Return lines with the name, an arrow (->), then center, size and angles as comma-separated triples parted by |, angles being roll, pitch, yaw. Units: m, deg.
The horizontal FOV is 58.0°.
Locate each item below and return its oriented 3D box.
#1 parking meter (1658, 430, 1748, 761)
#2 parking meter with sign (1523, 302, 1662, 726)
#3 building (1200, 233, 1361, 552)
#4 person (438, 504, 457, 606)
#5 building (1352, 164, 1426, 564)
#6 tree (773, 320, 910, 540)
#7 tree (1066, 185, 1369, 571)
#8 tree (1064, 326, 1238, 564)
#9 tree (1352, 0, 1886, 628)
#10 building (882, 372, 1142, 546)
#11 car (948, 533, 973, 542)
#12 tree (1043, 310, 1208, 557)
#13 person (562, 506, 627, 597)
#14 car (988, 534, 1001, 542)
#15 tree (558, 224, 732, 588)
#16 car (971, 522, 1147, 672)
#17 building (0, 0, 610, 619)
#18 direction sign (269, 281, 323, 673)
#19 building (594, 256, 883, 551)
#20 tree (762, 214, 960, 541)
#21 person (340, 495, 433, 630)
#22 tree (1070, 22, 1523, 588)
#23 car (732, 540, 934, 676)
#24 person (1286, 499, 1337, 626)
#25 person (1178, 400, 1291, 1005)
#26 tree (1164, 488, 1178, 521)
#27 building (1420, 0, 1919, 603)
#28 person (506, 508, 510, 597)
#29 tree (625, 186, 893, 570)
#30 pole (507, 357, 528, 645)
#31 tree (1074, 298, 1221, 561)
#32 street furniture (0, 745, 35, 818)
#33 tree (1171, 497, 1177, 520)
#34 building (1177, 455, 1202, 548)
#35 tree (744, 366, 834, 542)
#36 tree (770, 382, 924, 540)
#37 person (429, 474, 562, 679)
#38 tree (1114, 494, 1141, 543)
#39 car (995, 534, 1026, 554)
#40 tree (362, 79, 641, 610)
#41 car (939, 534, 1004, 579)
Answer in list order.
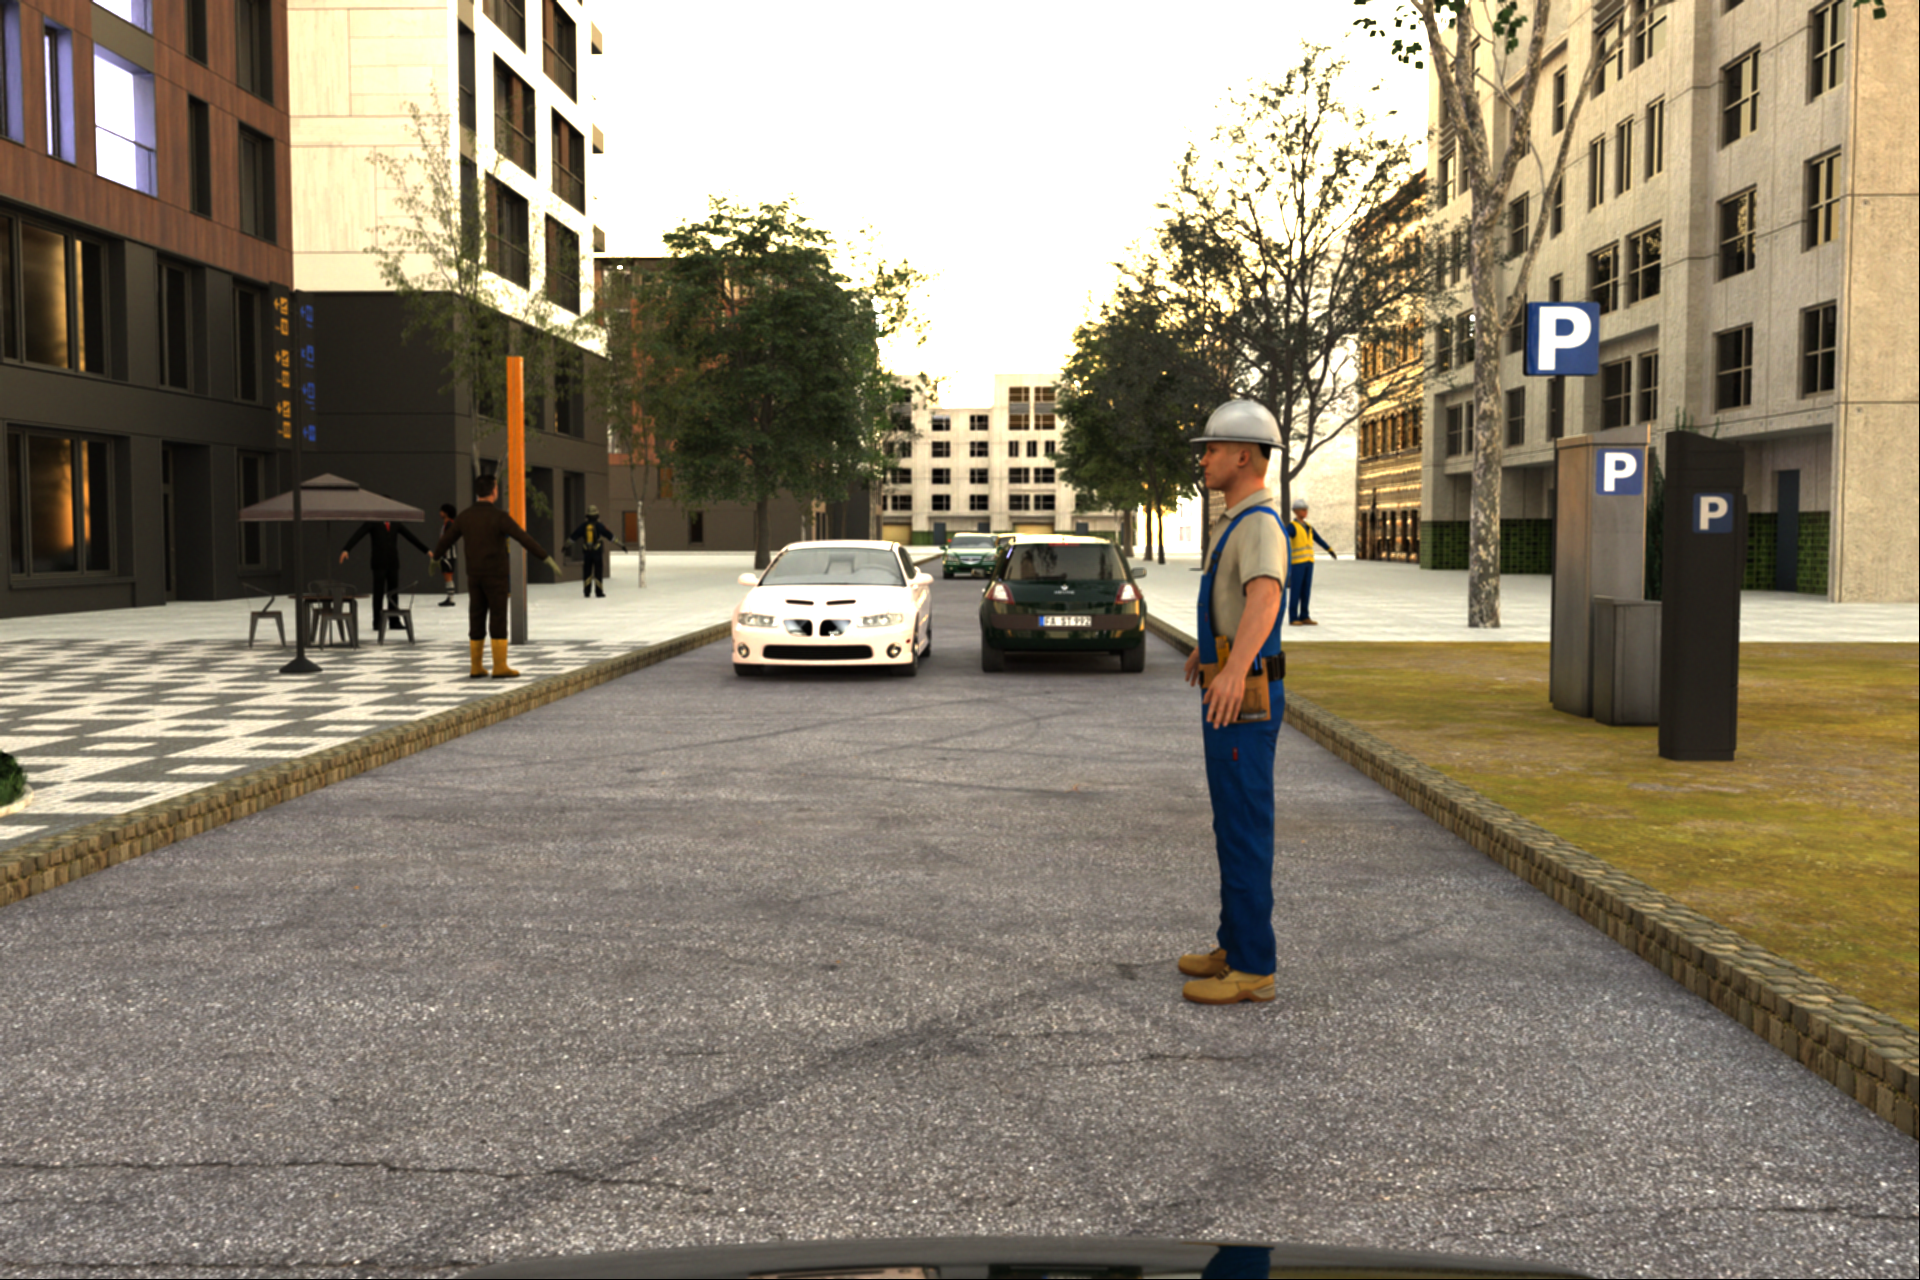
parking meter -> 4.230, -0.254, 9.858 | 0.399, 1.863, 0.255 | 0, 4, 0
parking meter with sign -> 4.529, -0.981, 12.293 | 0.543, 3.016, 1.738 | 0, 3, 0
building -> 28.562, -18.301, 130.152 | 19.493, 23.208, 18.063 | 0, 4, 1
person -> -9.169, -1.514, 30.906 | 0.704, 1.843, 1.345 | -1, 4, -19
building -> 28.933, -15.063, 77.214 | 19.493, 23.208, 18.063 | 0, 4, 2
tree -> -6.327, -9.697, 84.297 | 9.928, 11.665, 9.643 | 0, 3, 0
tree -> 8.631, -9.208, 60.919 | 12.009, 13.543, 11.850 | 0, 3, 0
tree -> 8.619, -8.514, 73.611 | 8.767, 10.594, 7.601 | 0, 4, 5
tree -> 6.771, -10.149, 21.830 | 12.611, 20.169, 13.585 | 0, 3, 0
building -> 4.670, -20.060, 196.890 | 31.486, 18.905, 16.747 | 0, 4, 7
car -> 0.347, -5.789, 103.688 | 2.155, 1.783, 4.494 | 0, 4, 2
tree -> 9.236, -11.530, 95.164 | 9.857, 13.997, 8.962 | 0, 3, 0
person -> -7.457, -1.801, 35.225 | 1.354, 1.856, 0.705 | 0, 4, 4
car -> 1.681, -5.133, 95.729 | 2.131, 1.459, 4.920 | 0, 4, 1
tree -> -7.694, -5.581, 41.606 | 4.360, 8.622, 3.978 | 0, 3, 0
car -> 1.114, -0.586, 19.363 | 2.009, 1.686, 4.222 | 0, 4, 2
building -> -24.675, -11.653, 34.500 | 27.936, 21.610, 32.646 | 0, 4, 2
direction sign -> -6.138, -1.469, 16.022 | 0.379, 3.537, 0.876 | 0, 4, 3
building -> -21.275, -18.355, 144.086 | 27.936, 21.610, 32.646 | 0, 4, 1
tree -> -6.254, -15.273, 105.601 | 12.611, 20.169, 13.585 | 0, 3, 0
person -> -7.672, -1.038, 23.159 | 1.347, 1.806, 0.705 | -3, 5, -44
tree -> 7.883, -7.998, 41.133 | 12.009, 13.543, 11.850 | 0, 3, 0
car -> -1.304, -0.404, 18.967 | 2.083, 1.381, 4.827 | 0, 4, 2
person -> 4.849, -1.093, 24.335 | 1.216, 1.772, 0.721 | -3, 4, -37
person -> 0.850, 0.177, 5.421 | 0.705, 1.847, 1.347 | 0, 4, 5
tree -> 25.562, -15.187, 198.670 | 4.360, 8.622, 3.978 | 0, 3, 0
building -> 25.004, -11.061, 47.312 | 16.747, 18.905, 31.486 | 0, 4, 1
person -> -9.122, -1.791, 35.253 | 0.705, 1.833, 1.349 | 1, 4, 11
tree -> -7.242, -9.527, 62.425 | 9.857, 13.997, 8.962 | 0, 3, 0
pole -> -5.121, -1.601, 20.027 | 0.158, 3.312, 0.155 | 0, 3, 0
tree -> 9.165, -10.123, 83.636 | 7.486, 12.596, 7.792 | 0, 3, 0
street furniture -> -7.612, 0.674, 4.612 | 5.734, 0.657, 10.072 | 1, 4, 16
tree -> 25.526, -14.836, 192.928 | 4.360, 8.622, 3.978 | 0, 3, 0
building -> 25.150, -12.946, 153.810 | 9.099, 9.664, 28.070 | 0, 4, 1
tree -> -6.465, -7.540, 73.645 | 4.360, 8.622, 3.978 | 0, 3, 0
tree -> -6.376, -9.771, 94.168 | 8.767, 10.594, 7.601 | -1, 4, -11
person -> -4.193, -0.569, 15.443 | 1.346, 1.812, 0.704 | 1, 4, 18
tree -> 9.771, -9.482, 105.388 | 4.737, 8.622, 4.395 | 0, 3, 0
car -> 2.044, -3.475, 67.040 | 2.015, 1.641, 3.980 | 0, 4, 0
tree -> -8.260, -4.810, 29.014 | 4.360, 8.622, 3.978 | 0, 3, 0
car -> 0.412, -2.747, 56.710 | 2.131, 1.459, 4.920 | 0, 4, 2
